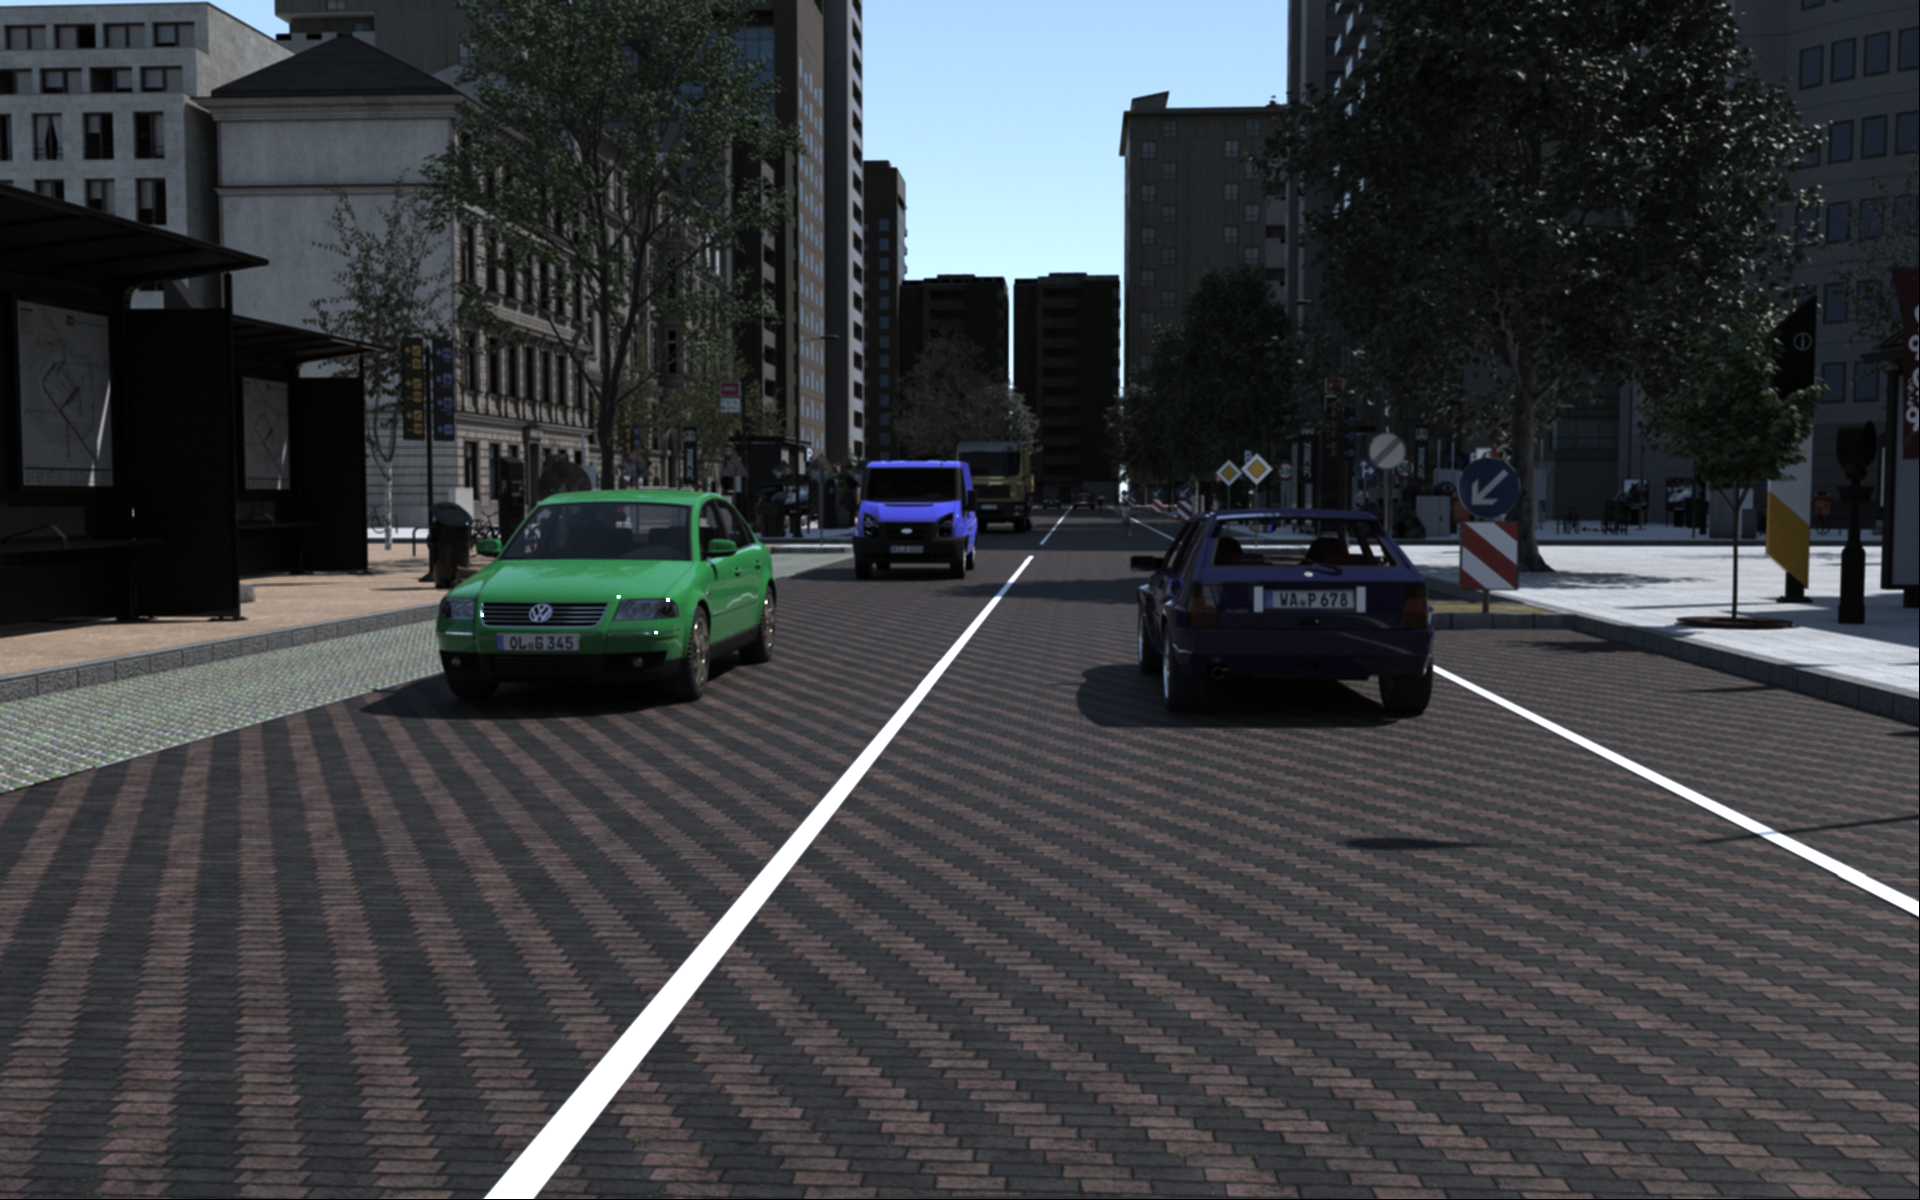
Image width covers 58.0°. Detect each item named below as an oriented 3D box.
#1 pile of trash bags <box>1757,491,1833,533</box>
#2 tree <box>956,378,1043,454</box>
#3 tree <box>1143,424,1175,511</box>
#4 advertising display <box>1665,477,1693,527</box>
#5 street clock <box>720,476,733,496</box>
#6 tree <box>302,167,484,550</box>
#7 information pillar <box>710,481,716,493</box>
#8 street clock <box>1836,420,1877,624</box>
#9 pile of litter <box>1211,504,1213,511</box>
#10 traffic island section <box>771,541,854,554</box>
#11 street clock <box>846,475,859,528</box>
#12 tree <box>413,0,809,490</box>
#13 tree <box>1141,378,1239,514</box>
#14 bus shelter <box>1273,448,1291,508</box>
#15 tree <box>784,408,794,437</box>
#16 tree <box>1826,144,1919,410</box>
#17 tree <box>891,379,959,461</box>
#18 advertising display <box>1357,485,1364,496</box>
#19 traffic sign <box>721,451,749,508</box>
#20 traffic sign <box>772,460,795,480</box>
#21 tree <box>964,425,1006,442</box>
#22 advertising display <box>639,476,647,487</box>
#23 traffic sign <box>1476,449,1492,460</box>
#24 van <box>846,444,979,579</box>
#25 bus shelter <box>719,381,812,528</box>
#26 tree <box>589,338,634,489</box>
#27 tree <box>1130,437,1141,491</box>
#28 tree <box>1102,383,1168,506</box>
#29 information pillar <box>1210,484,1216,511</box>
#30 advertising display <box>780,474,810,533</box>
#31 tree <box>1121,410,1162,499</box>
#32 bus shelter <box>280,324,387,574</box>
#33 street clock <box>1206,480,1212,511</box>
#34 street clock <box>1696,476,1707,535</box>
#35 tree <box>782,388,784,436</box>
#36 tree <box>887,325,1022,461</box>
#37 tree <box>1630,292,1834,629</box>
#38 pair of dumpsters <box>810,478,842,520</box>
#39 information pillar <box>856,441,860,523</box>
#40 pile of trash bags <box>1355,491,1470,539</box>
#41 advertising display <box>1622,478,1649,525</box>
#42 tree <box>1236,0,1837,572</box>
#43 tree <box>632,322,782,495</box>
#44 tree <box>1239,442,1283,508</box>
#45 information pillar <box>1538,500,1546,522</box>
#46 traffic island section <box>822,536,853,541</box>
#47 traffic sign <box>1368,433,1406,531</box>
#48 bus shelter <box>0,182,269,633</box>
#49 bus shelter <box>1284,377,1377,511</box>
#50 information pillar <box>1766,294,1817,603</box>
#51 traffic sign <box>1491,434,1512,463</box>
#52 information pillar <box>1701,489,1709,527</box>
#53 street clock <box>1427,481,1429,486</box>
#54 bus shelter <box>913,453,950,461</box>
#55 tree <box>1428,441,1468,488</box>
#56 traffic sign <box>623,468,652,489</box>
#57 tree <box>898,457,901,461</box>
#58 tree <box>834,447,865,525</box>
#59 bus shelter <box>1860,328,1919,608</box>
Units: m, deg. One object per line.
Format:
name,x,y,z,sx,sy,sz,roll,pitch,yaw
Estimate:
pile of trash bags,27.518,-2.976,58.407,3.447,1.369,1.912,2,4,33
tree,4.203,-17.273,189.066,9.857,13.997,8.962,0,3,0
tree,15.671,-10.949,129.379,4.360,8.622,3.978,0,3,0
advertising display,28.029,-3.809,67.498,0.974,1.923,0.123,1,4,16
street clock,-9.235,-3.909,68.476,0.471,2.002,0.358,-1,4,-20
tree,-13.136,-5.472,39.835,4.360,8.622,3.978,0,3,0
information pillar,-13.705,-5.599,96.028,0.304,2.012,0.304,-2,4,-28
street clock,8.842,-0.768,17.120,0.471,2.002,0.358,-3,5,-44
pile of litter,15.042,-5.470,103.395,1.176,0.858,1.719,0,4,5
traffic island section,-3.449,-1.258,42.856,2.009,0.180,2.903,0,4,4
street clock,-4.127,-3.783,66.428,0.471,2.002,0.358,1,4,12
tree,-6.548,-6.512,32.223,9.928,11.665,9.643,0,3,0
tree,13.440,-8.962,96.894,4.737,8.622,4.395,0,3,0
bus shelter,14.276,-4.755,71.670,2.014,3.302,5.546,0,4,4
tree,-12.590,-9.896,112.168,4.737,8.622,4.395,0,3,0
tree,20.740,-5.316,37.280,4.360,8.622,3.978,0,3,0
tree,-2.004,-9.775,110.189,4.360,8.622,3.978,0,3,0
advertising display,27.013,-6.873,117.585,0.123,1.923,0.974,-3,5,-43
traffic sign,-6.796,-3.195,52.238,0.884,2.594,0.081,1,4,11
traffic sign,-5.943,-3.495,58.321,0.795,2.450,0.064,0,4,5
tree,2.495,-13.388,169.259,4.737,8.622,4.395,0,3,0
advertising display,-11.741,-3.590,63.904,0.123,1.923,0.974,-2,4,-25
traffic sign,11.646,-2.202,38.133,0.606,2.300,0.079,1,4,13
van,-0.742,-1.635,31.124,2.240,2.365,5.245,0,4,3
bus shelter,-7.249,-5.287,64.081,2.179,5.291,8.768,0,4,4
tree,-14.755,-7.783,77.614,4.737,8.622,4.395,0,3,0
tree,19.998,-14.331,184.666,4.737,8.622,4.395,0,3,0
tree,20.589,-17.521,193.126,9.857,13.997,8.962,0,3,0
information pillar,18.144,-7.326,124.265,0.304,2.012,0.304,-3,5,-42
advertising display,-5.375,-3.139,56.533,0.974,1.923,0.123,0,4,6
tree,18.694,-14.021,163.654,7.601,10.594,8.767,0,4,-7
bus shelter,-10.214,-2.046,24.736,1.731,3.624,6.357,0,4,4
street clock,13.185,-5.336,91.816,0.358,2.002,0.471,1,4,9
street clock,23.503,-3.068,54.733,0.471,2.002,0.358,2,4,27
tree,-11.999,-8.225,84.837,4.737,8.622,4.395,0,3,0
tree,-0.297,-13.133,125.099,12.009,13.543,11.850,0,3,0
tree,7.581,-1.351,16.693,1.663,3.219,1.824,0,3,0
pair of dumpsters,-6.827,-5.064,85.295,1.574,2.255,4.437,0,4,4
information pillar,-4.475,-5.195,76.288,0.183,3.616,0.504,0,4,-6
pile of trash bags,12.975,-2.454,49.881,3.447,1.369,1.912,1,4,13
advertising display,27.706,-4.032,71.141,0.974,1.923,0.123,0,4,8
tree,9.402,-6.814,28.417,9.611,12.733,9.660,0,3,0
tree,-10.506,-7.468,72.462,4.737,8.622,4.395,0,3,0
tree,11.098,-4.258,64.225,1.663,3.219,1.824,0,3,0
information pillar,26.889,-4.626,80.128,0.304,2.012,0.304,0,4,-6
traffic island section,-2.888,-1.746,50.821,2.009,0.180,2.903,0,4,4
traffic sign,8.847,-2.193,35.969,0.768,2.556,0.104,0,4,6
bus shelter,-8.002,-1.418,14.468,1.731,3.624,6.357,0,4,4
bus shelter,11.989,-4.867,57.207,2.179,5.291,8.768,0,4,4
information pillar,9.794,-1.776,20.396,0.504,3.616,0.183,0,4,3
traffic sign,11.443,-2.201,36.084,0.768,2.556,0.104,1,4,11
information pillar,29.015,-3.842,67.310,0.304,2.012,0.304,0,4,5
street clock,24.243,-5.235,90.170,0.358,2.002,0.471,1,4,22
bus shelter,-1.721,-6.848,103.252,1.731,3.624,6.357,0,4,4
tree,30.139,-7.549,107.135,4.285,4.588,4.351,0,3,0
traffic sign,-9.462,-3.110,50.845,0.884,2.594,0.081,1,4,9
tree,-3.033,-5.794,89.333,1.663,3.219,1.824,0,3,0
tree,-4.627,-4.731,71.949,1.663,3.219,1.824,0,3,0
bus shelter,11.049,-1.408,16.940,2.014,3.302,5.546,0,4,4
